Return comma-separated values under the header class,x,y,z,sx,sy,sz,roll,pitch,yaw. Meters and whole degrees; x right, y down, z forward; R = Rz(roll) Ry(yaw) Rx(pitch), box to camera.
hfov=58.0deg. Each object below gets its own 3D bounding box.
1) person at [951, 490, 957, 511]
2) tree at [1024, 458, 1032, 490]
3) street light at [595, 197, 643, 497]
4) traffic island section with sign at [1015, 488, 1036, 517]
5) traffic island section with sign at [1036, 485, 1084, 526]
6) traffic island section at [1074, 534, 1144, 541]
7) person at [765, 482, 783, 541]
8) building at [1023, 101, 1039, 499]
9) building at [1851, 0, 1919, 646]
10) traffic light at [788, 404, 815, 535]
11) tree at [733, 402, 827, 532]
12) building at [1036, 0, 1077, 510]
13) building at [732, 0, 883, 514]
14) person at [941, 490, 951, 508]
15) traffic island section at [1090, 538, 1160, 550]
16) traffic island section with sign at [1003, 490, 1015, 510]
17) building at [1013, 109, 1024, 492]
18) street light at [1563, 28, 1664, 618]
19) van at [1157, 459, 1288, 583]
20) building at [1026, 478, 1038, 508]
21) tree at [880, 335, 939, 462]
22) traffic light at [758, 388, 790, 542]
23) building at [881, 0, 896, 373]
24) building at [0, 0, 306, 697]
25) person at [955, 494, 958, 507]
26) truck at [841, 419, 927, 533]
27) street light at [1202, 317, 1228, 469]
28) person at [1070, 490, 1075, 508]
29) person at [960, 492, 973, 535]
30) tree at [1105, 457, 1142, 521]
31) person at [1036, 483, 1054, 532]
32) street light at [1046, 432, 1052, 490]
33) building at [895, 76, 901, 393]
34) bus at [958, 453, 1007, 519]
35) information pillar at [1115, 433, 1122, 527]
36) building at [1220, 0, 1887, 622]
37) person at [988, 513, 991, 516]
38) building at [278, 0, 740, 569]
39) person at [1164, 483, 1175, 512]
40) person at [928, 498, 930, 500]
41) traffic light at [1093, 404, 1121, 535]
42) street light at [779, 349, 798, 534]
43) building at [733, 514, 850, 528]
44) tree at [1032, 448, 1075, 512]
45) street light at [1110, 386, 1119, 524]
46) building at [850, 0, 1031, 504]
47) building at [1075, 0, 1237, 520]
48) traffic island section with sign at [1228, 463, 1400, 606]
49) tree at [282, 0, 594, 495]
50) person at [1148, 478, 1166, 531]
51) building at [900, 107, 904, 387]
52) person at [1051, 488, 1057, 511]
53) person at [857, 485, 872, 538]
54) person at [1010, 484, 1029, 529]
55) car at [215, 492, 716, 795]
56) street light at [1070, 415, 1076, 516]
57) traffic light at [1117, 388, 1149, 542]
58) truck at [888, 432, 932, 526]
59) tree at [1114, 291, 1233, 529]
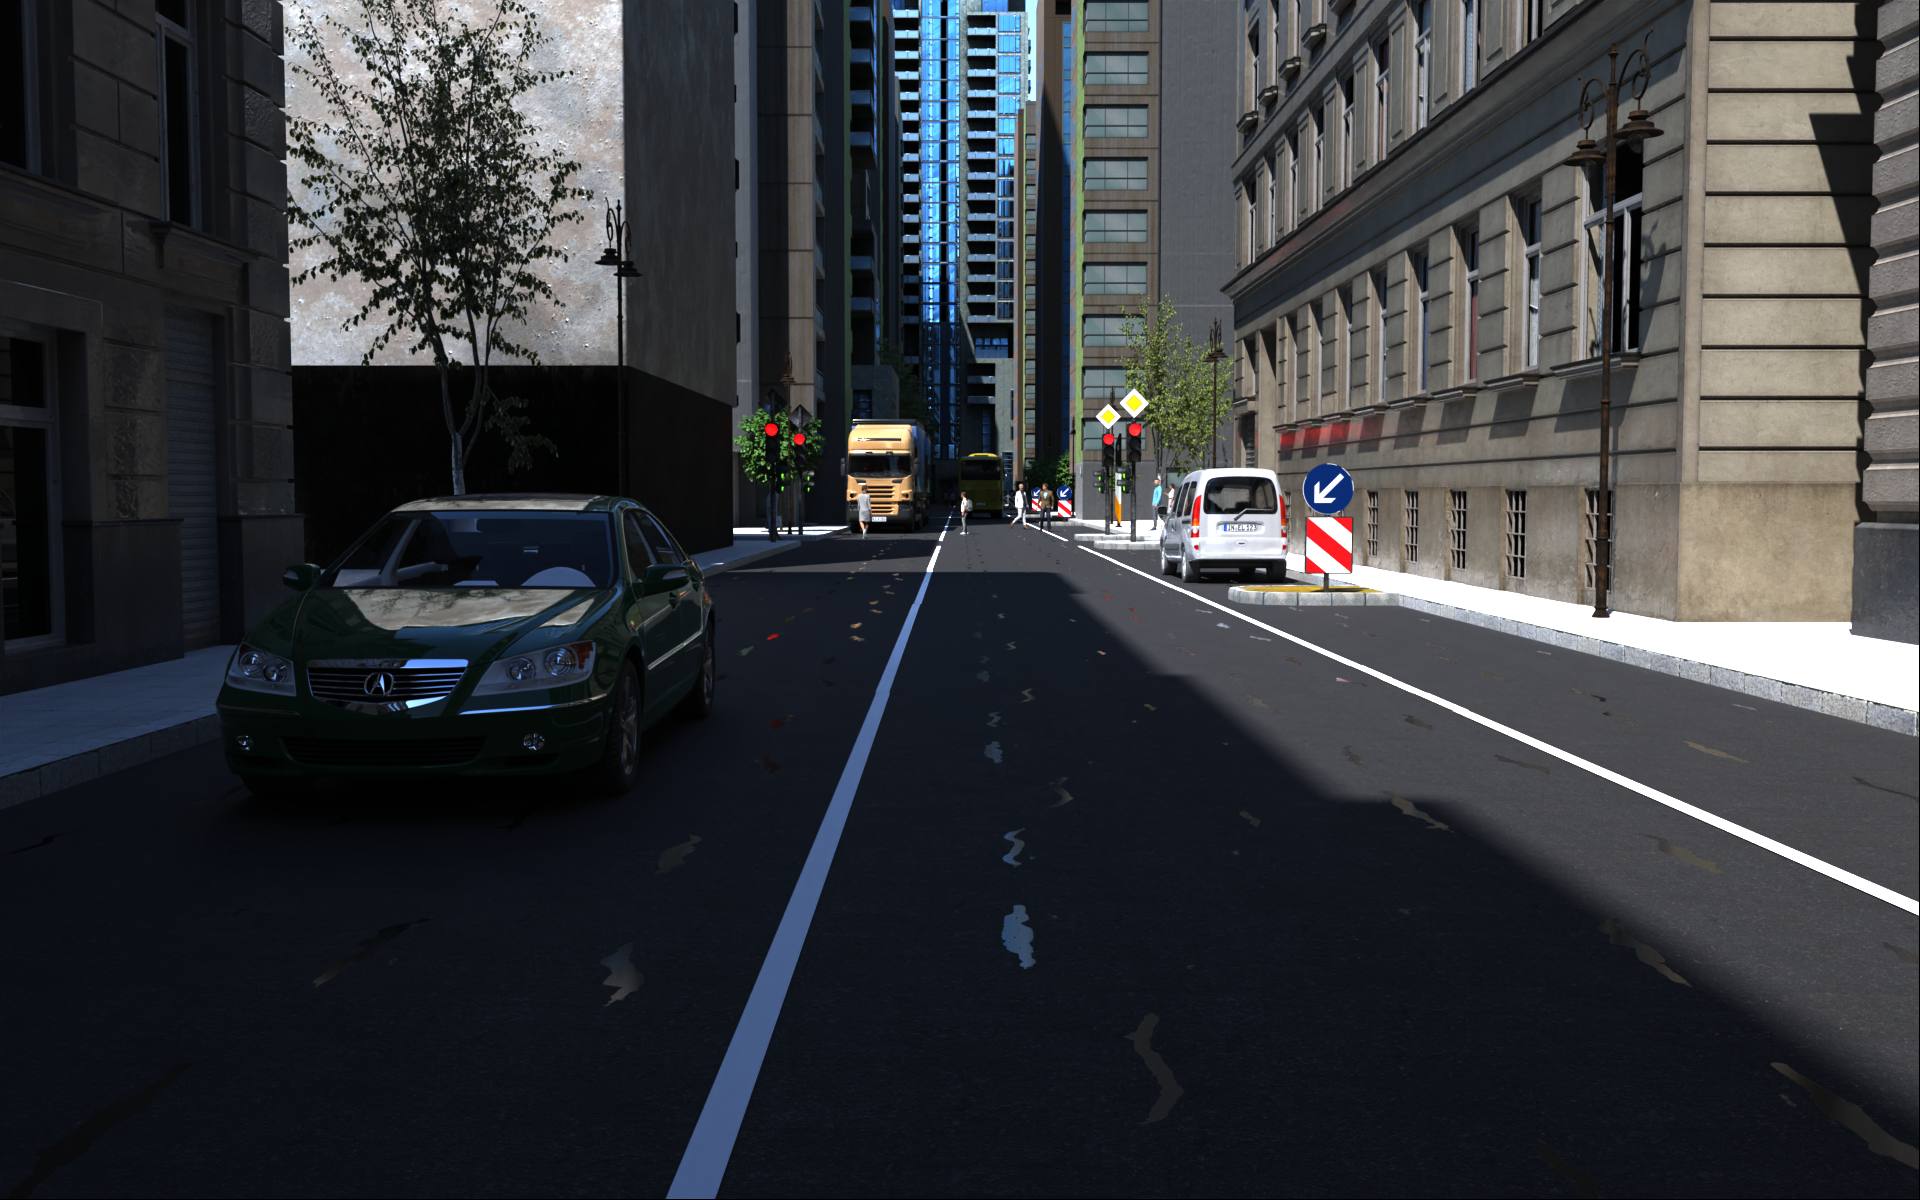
class,x,y,z,sx,sy,sz,roll,pitch,yaw
person,-0.509,-8.162,142.736,0.721,1.735,1.217,1,4,21
tree,6.602,-9.312,135.960,4.285,4.588,4.351,0,3,0
street light,-5.354,-3.337,27.346,0.468,5.910,1.993,0,3,0
traffic island section with sign,4.614,-6.026,107.158,1.989,1.847,2.006,0,3,0
traffic island section with sign,4.620,-4.312,79.137,1.989,1.847,2.006,0,3,0
traffic island section,4.637,-1.952,54.194,2.009,0.180,2.903,0,3,0
person,-5.190,-2.417,48.369,0.624,1.780,0.694,-1,4,-21
building,13.668,-30.579,183.563,14.154,41.232,14.086,0,3,0
building,12.909,-10.823,5.840,11.050,23.489,19.941,0,3,0
traffic light,-4.965,-3.984,54.057,0.839,4.253,0.868,0,3,0
tree,-6.169,-4.606,59.023,4.285,4.588,4.351,0,3,0
building,13.518,-30.245,144.623,14.600,45.320,14.200,0,3,0
building,-13.349,-27.670,135.997,14.154,41.232,14.086,0,3,0
person,-1.319,-10.059,173.052,1.348,1.812,0.705,1,4,11
traffic island section,4.642,-1.463,46.209,2.009,0.180,2.903,0,3,0
traffic island section with sign,4.572,-9.010,155.948,1.989,1.847,2.006,0,3,0
building,13.249,-33.483,197.554,14.600,45.320,14.200,0,3,0
street light,6.665,-2.755,17.836,0.468,5.910,1.993,0,3,0
van,4.416,-1.368,29.372,2.013,2.044,4.112,0,4,-1
building,22.600,-28.873,163.949,32.217,40.220,23.993,0,3,0
tree,-5.668,-12.566,123.576,7.486,12.596,7.792,0,3,0
traffic light,-4.959,-3.496,46.072,0.839,4.253,0.868,0,3,0
building,-12.768,-30.589,150.234,14.600,45.320,14.200,0,3,0
building,-11.703,-12.593,3.153,12.463,27.353,25.104,0,3,0
person,-0.310,-11.319,196.798,0.421,1.427,0.697,0,4,3
truck,-2.775,-4.775,66.980,2.839,4.237,11.283,0,4,1
street light,6.690,-4.447,45.502,0.468,5.910,1.993,0,3,0
person,8.434,-7.503,128.820,0.679,1.850,0.850,1,4,11
person,0.165,-3.075,61.373,0.523,1.515,0.503,-2,4,-27
tree,7.535,-5.346,82.015,1.663,3.219,1.824,0,3,0
person,3.200,-3.485,65.398,0.656,1.842,0.836,-1,4,-18
street light,6.667,-9.547,128.877,0.468,5.910,1.993,0,3,0
building,-12.886,-29.420,164.608,14.154,41.232,14.086,0,3,0
bus,1.342,-6.870,103.874,2.896,3.916,12.252,0,4,2
information pillar,6.096,-4.605,66.652,0.183,3.616,0.504,-1,4,-13
building,14.408,-12.081,30.811,16.112,22.955,30.059,0,3,0
person,2.042,-6.262,115.161,0.394,1.301,0.425,-1,4,-17
building,-13.979,-10.385,37.252,16.811,18.784,16.820,0,3,0
person,8.972,-4.127,74.085,0.524,1.755,0.480,0,4,6
person,-3.156,-8.247,143.298,1.348,1.831,0.705,1,4,12
traffic light,4.597,-3.985,54.080,0.839,4.253,0.868,0,3,0
street light,-5.432,-5.037,55.136,0.468,5.910,1.993,0,3,0
building,-11.788,-23.588,69.263,14.154,41.232,14.086,0,3,0
tree,7.836,-8.624,124.723,4.285,4.588,4.351,0,3,0
street light,6.499,-6.190,73.992,0.468,5.910,1.993,0,3,0
building,-4.117,-55.647,222.500,31.000,86.520,22.319,0,3,0
building,13.030,-24.900,90.712,14.154,41.232,14.086,0,3,0
traffic island section with sign,4.661,-0.891,23.202,1.989,1.847,2.006,0,3,0
tree,-6.524,-4.382,22.012,4.360,8.622,3.978,0,3,0
person,6.931,-3.322,60.214,0.748,1.841,0.638,1,4,13
building,-17.227,-34.914,194.551,21.600,48.544,21.300,0,3,0
person,7.125,-7.666,131.903,1.217,1.766,0.721,0,4,-5
person,-3.055,-2.850,55.854,0.466,1.731,0.760,-1,4,-14
person,2.430,-3.784,70.250,0.818,1.842,0.514,2,4,26
car,-2.498,0.125,9.754,2.131,1.459,4.920,0,4,-1
street light,6.659,-7.891,101.807,0.468,5.910,1.993,0,3,0
traffic light,4.602,-3.497,46.095,0.839,4.253,0.868,0,3,0
truck,-2.670,-5.595,80.391,2.839,4.237,11.283,0,4,0
tree,7.427,-6.882,62.877,4.737,8.622,4.395,0,3,0
